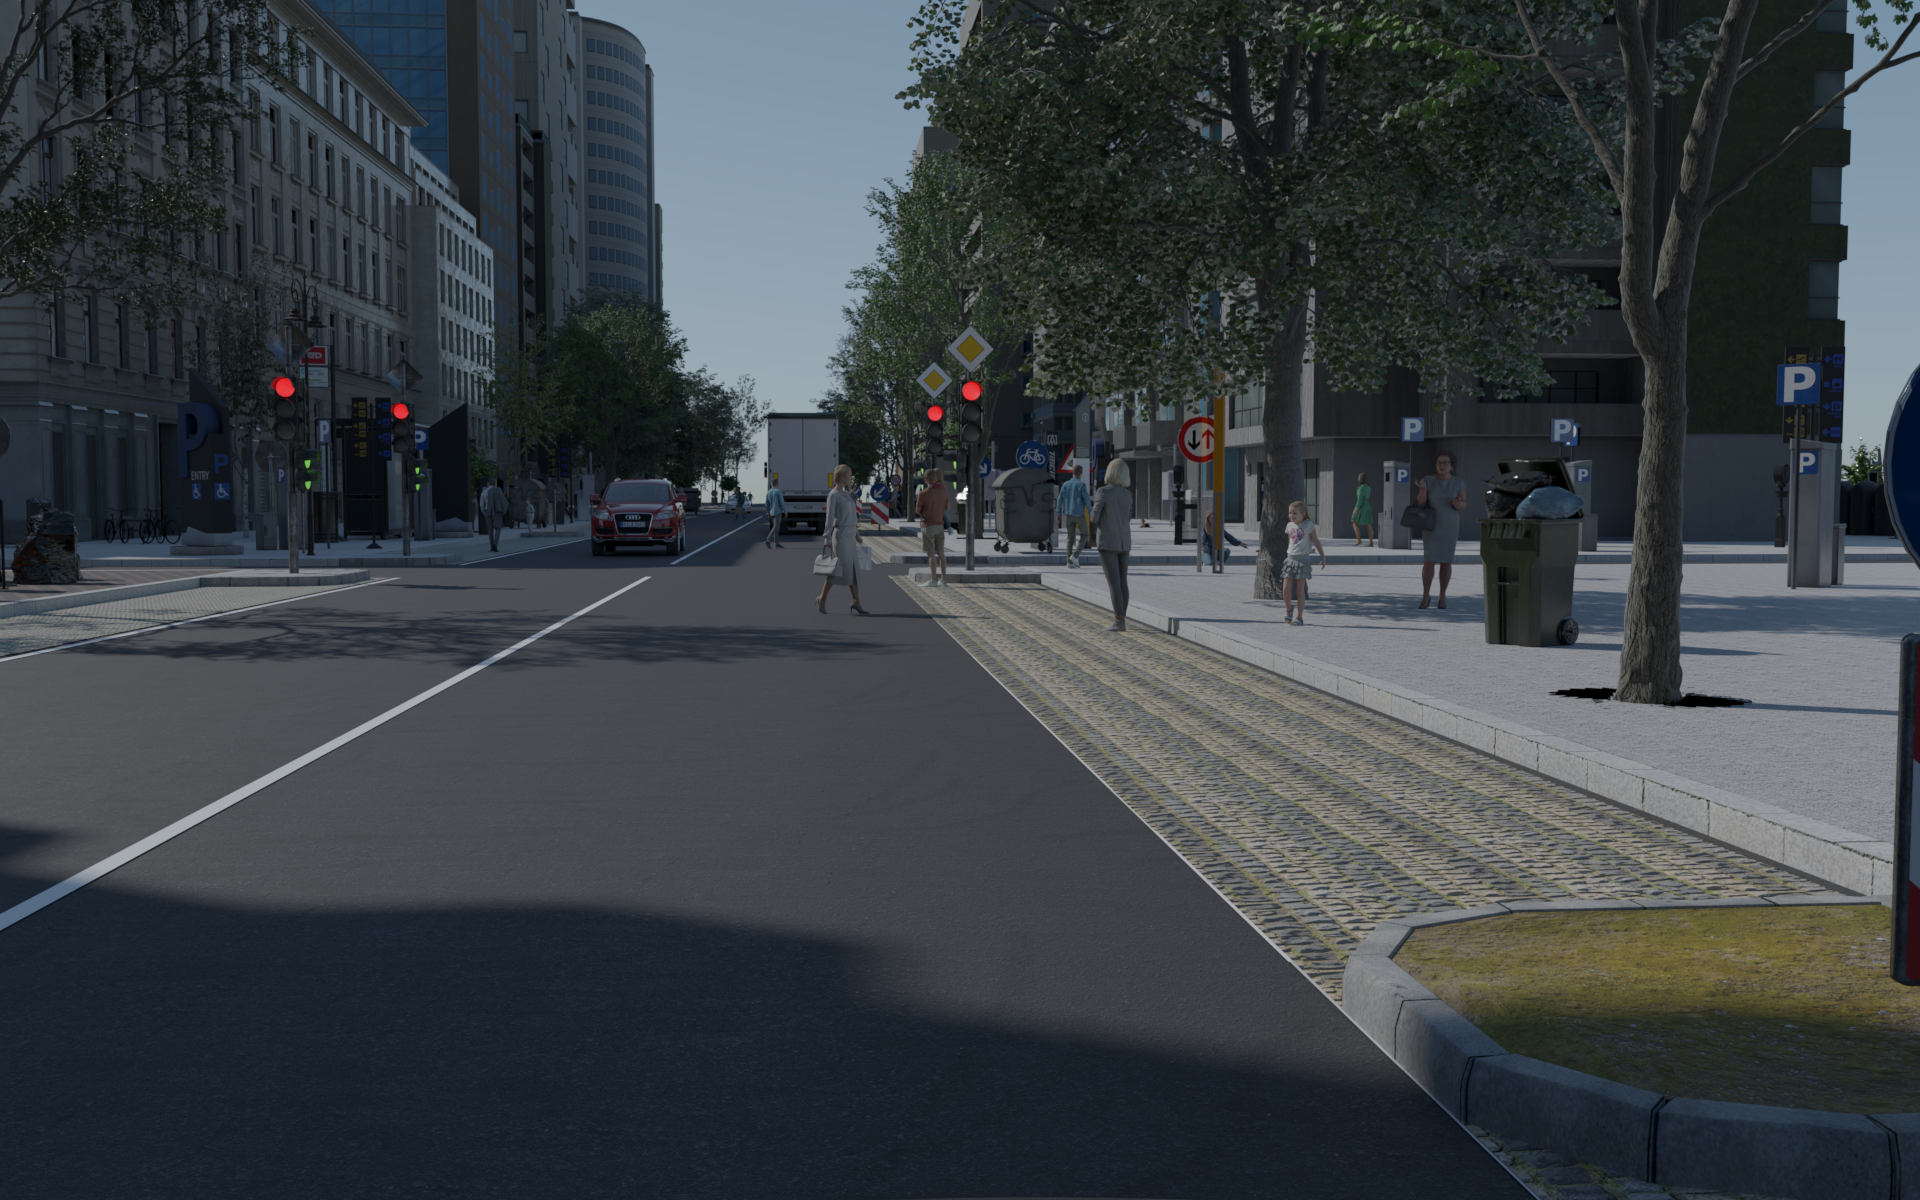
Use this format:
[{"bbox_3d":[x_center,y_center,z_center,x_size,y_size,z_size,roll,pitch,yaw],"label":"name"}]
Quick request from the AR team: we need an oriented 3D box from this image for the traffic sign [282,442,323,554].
[{"bbox_3d":[-14.161,-2.281,37.304,0.884,2.594,0.081,0,4,2],"label":"traffic sign"}]

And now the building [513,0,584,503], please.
[{"bbox_3d":[-48.174,-34.323,150.419,28.713,52.752,27.495,0,4,-5],"label":"building"}]

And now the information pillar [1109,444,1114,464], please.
[{"bbox_3d":[7.095,-5.484,81.014,0.183,3.616,0.504,-1,4,-15],"label":"information pillar"}]

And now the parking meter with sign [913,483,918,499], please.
[{"bbox_3d":[-2.554,-6.750,106.623,0.543,3.016,1.738,-3,4,-37],"label":"parking meter with sign"}]

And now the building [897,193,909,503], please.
[{"bbox_3d":[-1.763,-36.737,250.765,14.600,45.320,14.200,0,4,-5],"label":"building"}]

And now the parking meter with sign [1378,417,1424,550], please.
[{"bbox_3d":[10.181,-2.691,40.266,0.543,3.016,1.738,0,4,-6],"label":"parking meter with sign"}]

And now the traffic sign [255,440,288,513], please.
[{"bbox_3d":[-16.268,-2.497,40.937,0.768,2.556,0.104,0,4,-2],"label":"traffic sign"}]

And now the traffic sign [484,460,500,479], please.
[{"bbox_3d":[-17.557,-3.953,64.735,0.768,2.556,0.104,0,4,4],"label":"traffic sign"}]

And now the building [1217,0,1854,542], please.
[{"bbox_3d":[16.314,-17.162,52.303,14.107,30.474,14.160,0,4,-5],"label":"building"}]

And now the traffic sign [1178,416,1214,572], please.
[{"bbox_3d":[3.927,-1.727,28.342,0.768,2.556,0.104,0,4,-4],"label":"traffic sign"}]

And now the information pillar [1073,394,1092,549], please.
[{"bbox_3d":[2.842,-3.000,40.401,0.504,3.616,0.183,-3,5,-43],"label":"information pillar"}]

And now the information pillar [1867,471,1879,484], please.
[{"bbox_3d":[29.554,-3.158,56.124,0.304,2.012,0.304,1,4,23],"label":"information pillar"}]

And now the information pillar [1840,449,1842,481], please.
[{"bbox_3d":[45.940,-6.059,90.425,0.183,3.616,0.504,1,4,21],"label":"information pillar"}]

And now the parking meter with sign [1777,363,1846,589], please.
[{"bbox_3d":[11.784,-1.689,23.883,0.543,3.016,1.738,3,5,41],"label":"parking meter with sign"}]

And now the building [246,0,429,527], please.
[{"bbox_3d":[-34.456,-14.818,75.566,16.112,22.955,30.059,0,4,-5],"label":"building"}]

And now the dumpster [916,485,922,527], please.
[{"bbox_3d":[-0.817,-3.743,63.685,1.502,2.255,1.985,0,4,-5],"label":"dumpster"}]

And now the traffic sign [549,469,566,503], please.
[{"bbox_3d":[-20.111,-5.296,86.586,0.884,2.594,0.081,0,4,4],"label":"traffic sign"}]

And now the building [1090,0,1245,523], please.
[{"bbox_3d":[19.149,-28.666,88.294,23.786,49.044,30.456,0,4,-5],"label":"building"}]

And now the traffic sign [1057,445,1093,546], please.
[{"bbox_3d":[2.820,-2.600,42.515,0.884,2.594,0.081,0,4,2],"label":"traffic sign"}]

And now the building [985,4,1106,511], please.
[{"bbox_3d":[18.626,-26.983,133.059,32.217,40.220,23.993,0,4,-5],"label":"building"}]

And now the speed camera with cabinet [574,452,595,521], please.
[{"bbox_3d":[-17.925,-5.394,82.533,0.660,3.252,2.038,-2,4,-24],"label":"speed camera with cabinet"}]

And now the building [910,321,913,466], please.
[{"bbox_3d":[-0.288,-28.455,236.948,14.160,30.474,14.107,0,4,-5],"label":"building"}]

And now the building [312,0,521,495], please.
[{"bbox_3d":[-37.820,-28.471,115.610,14.600,45.320,14.200,0,4,-5],"label":"building"}]

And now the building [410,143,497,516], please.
[{"bbox_3d":[-33.529,-14.969,99.502,10.420,20.320,16.860,0,4,-5],"label":"building"}]

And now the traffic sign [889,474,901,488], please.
[{"bbox_3d":[-4.118,-6.759,110.620,0.768,2.556,0.104,0,4,2],"label":"traffic sign"}]

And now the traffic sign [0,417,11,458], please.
[{"bbox_3d":[-15.083,-1.636,26.852,0.768,2.556,0.104,0,4,1],"label":"traffic sign"}]

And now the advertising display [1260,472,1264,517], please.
[{"bbox_3d":[9.027,-2.701,49.371,0.974,1.923,0.123,3,4,36],"label":"advertising display"}]

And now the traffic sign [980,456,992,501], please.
[{"bbox_3d":[0.659,-3.432,56.218,0.768,2.556,0.104,0,4,4],"label":"traffic sign"}]

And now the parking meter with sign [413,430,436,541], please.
[{"bbox_3d":[-14.775,-3.146,47.695,0.543,3.016,1.738,-1,4,-9],"label":"parking meter with sign"}]

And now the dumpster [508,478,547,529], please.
[{"bbox_3d":[-16.153,-3.603,64.671,1.264,1.857,1.865,0,4,-5],"label":"dumpster"}]

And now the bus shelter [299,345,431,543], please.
[{"bbox_3d":[-16.887,-4.385,49.324,2.179,5.291,8.768,0,4,-5],"label":"bus shelter"}]

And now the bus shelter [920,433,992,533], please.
[{"bbox_3d":[-0.197,-4.028,59.785,2.014,3.302,5.546,0,4,-5],"label":"bus shelter"}]

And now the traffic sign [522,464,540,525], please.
[{"bbox_3d":[-18.026,-4.442,72.728,0.768,2.556,0.104,0,4,3],"label":"traffic sign"}]

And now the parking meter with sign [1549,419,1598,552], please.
[{"bbox_3d":[13.944,-2.628,39.226,0.543,3.016,1.738,0,4,-4],"label":"parking meter with sign"}]

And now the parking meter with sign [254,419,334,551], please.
[{"bbox_3d":[-15.355,-2.671,39.940,0.543,3.016,1.738,3,5,41],"label":"parking meter with sign"}]

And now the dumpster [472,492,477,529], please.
[{"bbox_3d":[-18.003,-3.618,61.652,1.502,2.255,1.985,0,4,-5],"label":"dumpster"}]

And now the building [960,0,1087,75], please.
[{"bbox_3d":[11.517,-32.498,155.039,21.300,48.544,21.600,0,4,-5],"label":"building"}]

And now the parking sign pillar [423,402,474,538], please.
[{"bbox_3d":[-15.051,-3.815,50.849,1.447,3.967,1.447,0,4,-2],"label":"parking sign pillar"}]

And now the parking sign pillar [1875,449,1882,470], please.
[{"bbox_3d":[54.163,-6.964,102.340,1.447,3.967,1.447,2,4,23],"label":"parking sign pillar"}]

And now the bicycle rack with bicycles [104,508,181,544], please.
[{"bbox_3d":[-20.720,-1.943,45.148,2.852,0.926,2.925,-3,5,-40],"label":"bicycle rack with bicycles"}]

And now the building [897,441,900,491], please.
[{"bbox_3d":[-2.788,-30.190,265.311,14.160,30.474,14.107,0,4,-5],"label":"building"}]

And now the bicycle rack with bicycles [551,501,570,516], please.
[{"bbox_3d":[-24.044,-5.247,99.165,2.925,0.926,2.852,1,4,9],"label":"bicycle rack with bicycles"}]

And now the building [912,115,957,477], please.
[{"bbox_3d":[5.309,-36.401,218.851,21.300,48.544,21.600,0,4,-5],"label":"building"}]

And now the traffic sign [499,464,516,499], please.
[{"bbox_3d":[-18.997,-4.441,72.718,0.768,2.556,0.104,0,4,-5],"label":"traffic sign"}]

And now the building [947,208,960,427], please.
[{"bbox_3d":[5.498,-24.554,173.154,14.160,30.474,14.107,0,4,-5],"label":"building"}]

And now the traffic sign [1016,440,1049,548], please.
[{"bbox_3d":[1.709,-2.500,40.977,0.768,2.556,0.104,0,4,2],"label":"traffic sign"}]

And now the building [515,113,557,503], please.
[{"bbox_3d":[-38.778,-21.981,131.097,14.160,30.474,14.107,0,4,-5],"label":"building"}]

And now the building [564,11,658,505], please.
[{"bbox_3d":[-49.437,-41.114,214.210,21.231,58.520,28.212,0,4,-5],"label":"building"}]

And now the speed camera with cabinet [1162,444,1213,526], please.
[{"bbox_3d":[9.073,-4.564,68.953,2.038,3.252,0.660,-1,4,-21],"label":"speed camera with cabinet"}]

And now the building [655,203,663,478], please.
[{"bbox_3d":[-48.029,-33.800,236.230,14.154,41.232,14.086,0,4,-5],"label":"building"}]

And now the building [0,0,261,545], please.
[{"bbox_3d":[-28.668,-12.388,51.699,9.793,20.994,18.267,0,4,-5],"label":"building"}]

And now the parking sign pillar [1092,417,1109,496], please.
[{"bbox_3d":[4.900,-4.391,60.263,1.447,3.967,1.447,0,4,-2],"label":"parking sign pillar"}]

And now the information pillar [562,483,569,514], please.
[{"bbox_3d":[-25.081,-6.454,110.022,0.304,2.012,0.304,-3,5,-43],"label":"information pillar"}]

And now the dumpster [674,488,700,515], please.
[{"bbox_3d":[-18.757,-6.736,118.344,1.865,1.857,1.264,0,4,-3],"label":"dumpster"}]

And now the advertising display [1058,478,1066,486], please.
[{"bbox_3d":[3.845,-3.906,69.082,0.123,1.923,0.974,-3,4,-39],"label":"advertising display"}]

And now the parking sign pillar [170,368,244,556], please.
[{"bbox_3d":[-15.974,-2.945,36.626,1.447,3.967,1.447,3,4,37],"label":"parking sign pillar"}]

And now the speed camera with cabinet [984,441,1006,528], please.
[{"bbox_3d":[1.928,-4.314,64.875,2.038,3.252,0.660,2,4,31],"label":"speed camera with cabinet"}]
